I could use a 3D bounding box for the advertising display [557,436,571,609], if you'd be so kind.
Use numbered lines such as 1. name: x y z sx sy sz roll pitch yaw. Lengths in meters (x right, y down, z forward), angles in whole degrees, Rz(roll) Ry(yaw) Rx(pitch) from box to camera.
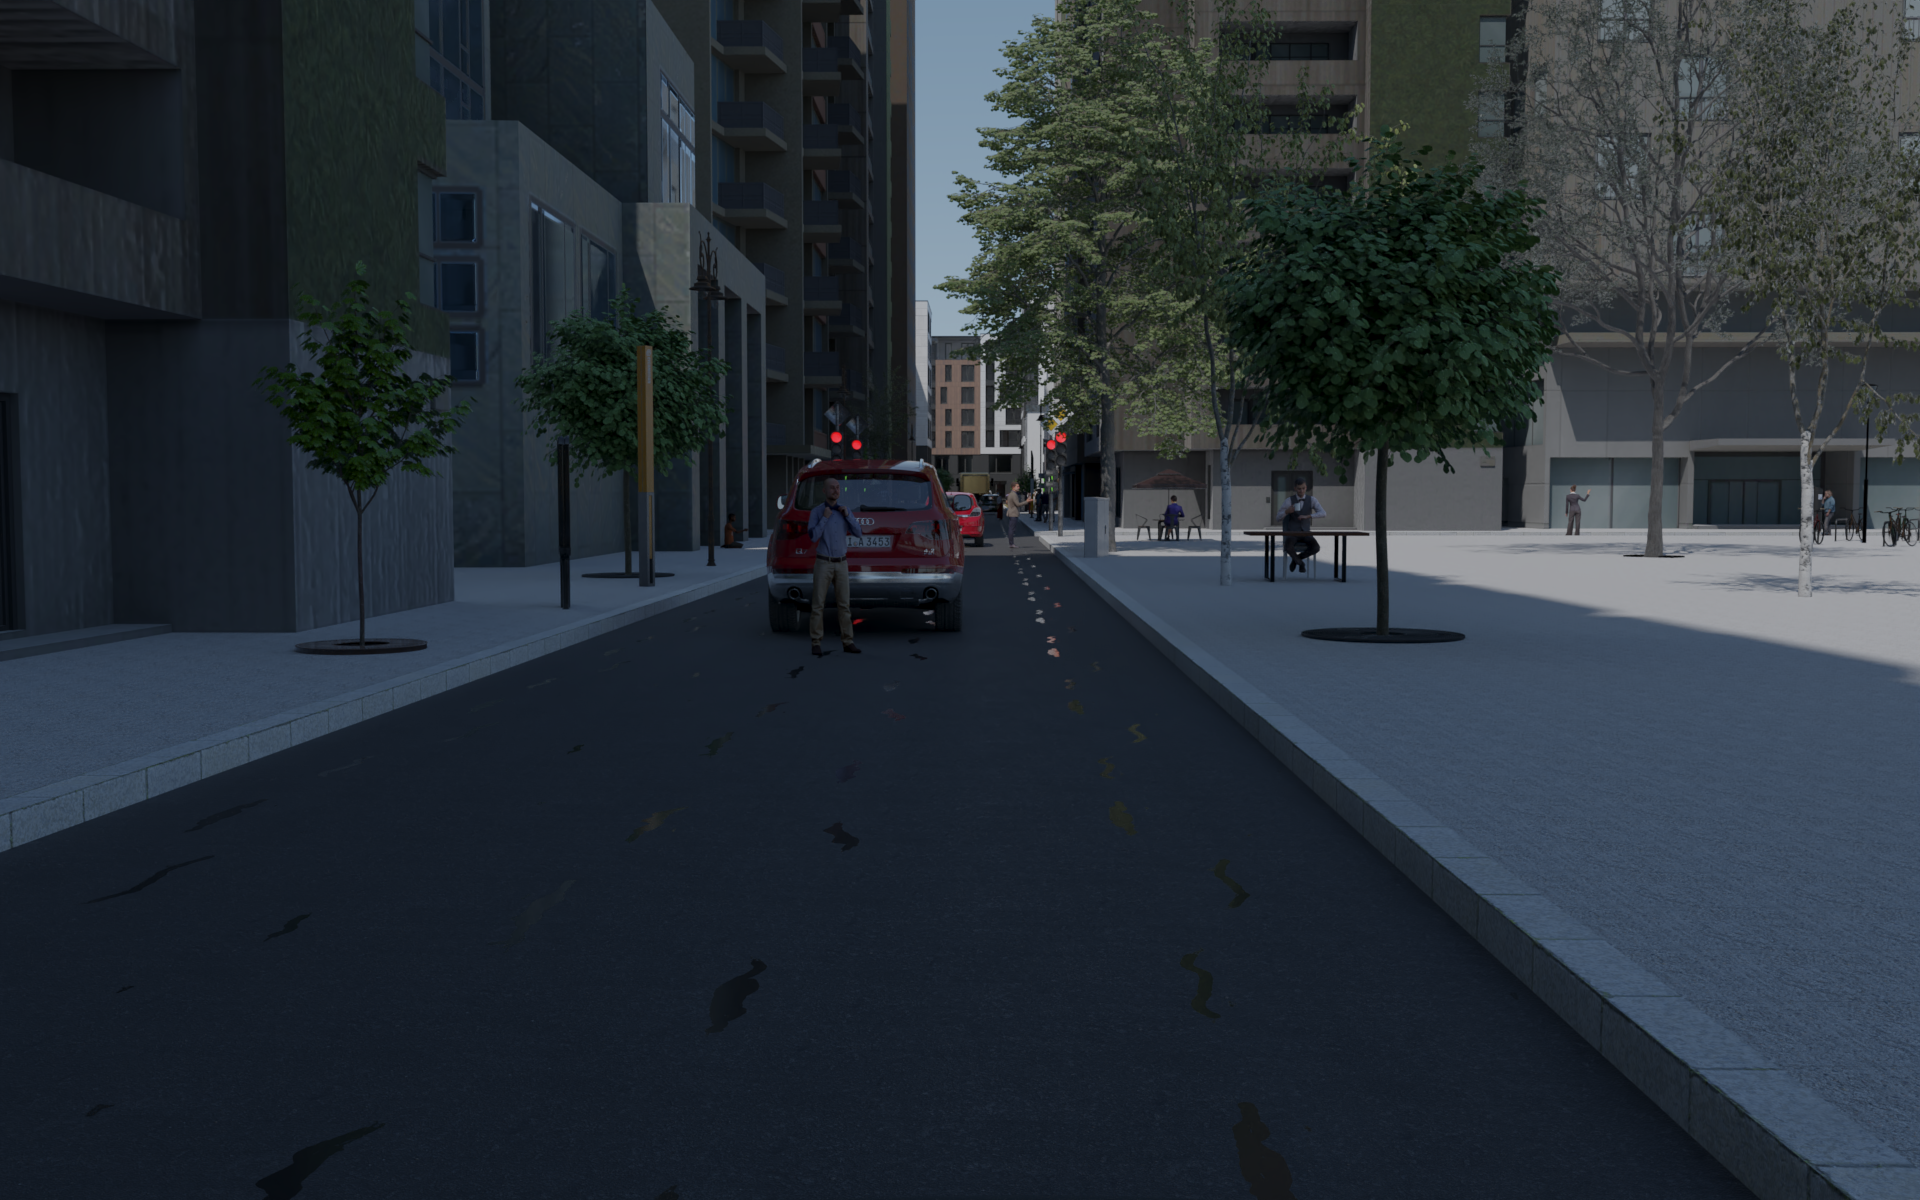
1. advertising display: -4.490 -0.882 19.642 0.123 1.923 0.974 -1 4 -14

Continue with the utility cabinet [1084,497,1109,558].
1. utility cabinet: 2.793 -1.478 35.323 0.306 1.237 1.020 1 4 18

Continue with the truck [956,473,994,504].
1. truck: 1.337 -9.765 155.576 3.469 3.379 9.791 0 4 0

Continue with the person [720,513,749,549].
1. person: -5.335 -1.631 41.000 0.655 0.850 0.859 -1 4 -12

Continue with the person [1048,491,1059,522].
1. person: 4.173 -4.443 78.832 0.789 1.805 0.875 -3 4 -36

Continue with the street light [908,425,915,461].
1. street light: -3.132 -8.591 113.246 0.468 5.910 1.993 0 4 1

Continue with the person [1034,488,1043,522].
1. person: 3.675 -4.419 80.511 0.429 1.552 0.499 1 4 13

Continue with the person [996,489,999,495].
1. person: 3.046 -8.180 142.232 0.705 1.826 1.348 -1 4 -12

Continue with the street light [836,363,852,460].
1. street light: -4.073 -5.398 61.053 0.468 5.910 1.993 0 4 1

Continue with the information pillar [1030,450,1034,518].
1. information pillar: 3.859 -6.198 92.685 0.183 3.616 0.504 0 4 -7

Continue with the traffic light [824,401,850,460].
1. traffic light: -3.674 -3.869 52.181 0.839 4.253 0.868 0 4 1

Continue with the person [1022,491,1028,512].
1. person: 4.891 -7.278 125.837 0.742 1.727 0.445 0 4 6

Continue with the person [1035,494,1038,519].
1. person: 4.150 -4.989 89.878 0.482 1.546 0.388 1 4 21

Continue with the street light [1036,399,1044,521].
1. street light: 3.865 -6.732 82.860 0.468 5.910 1.993 0 4 1

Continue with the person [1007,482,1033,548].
1. person: 1.594 -2.257 45.925 0.750 1.759 0.617 0 4 7

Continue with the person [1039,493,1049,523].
1. person: 3.737 -4.193 76.813 0.569 1.553 0.471 1 4 23

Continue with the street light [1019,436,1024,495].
1. street light: 4.757 -9.912 134.851 0.468 5.910 1.993 0 4 1

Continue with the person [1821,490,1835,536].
1. person: 28.772 -2.856 57.406 0.429 1.552 0.499 2 4 35

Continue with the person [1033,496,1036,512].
1. person: 5.260 -6.777 120.754 0.435 1.345 0.340 -1 4 -17

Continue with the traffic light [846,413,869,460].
1. traffic light: -3.543 -4.357 60.165 0.839 4.253 0.868 0 4 1

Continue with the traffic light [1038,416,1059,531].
1. traffic light: 3.138 -4.352 60.072 0.839 4.253 0.868 0 4 1

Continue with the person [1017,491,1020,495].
1. person: 5.056 -8.804 150.904 0.530 1.710 0.541 0 4 -8

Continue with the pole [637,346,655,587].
1. pole: -4.343 -1.841 23.943 0.158 3.312 0.155 0 3 0

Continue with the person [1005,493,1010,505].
1. person: 5.730 -12.157 208.034 0.697 1.427 0.421 -3 5 -40

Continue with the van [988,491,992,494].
1. van: 3.014 -11.973 202.776 2.013 2.044 4.112 0 3 0

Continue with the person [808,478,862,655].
1. person: -1.127 -0.304 15.528 0.516 1.574 0.319 -1 4 -22

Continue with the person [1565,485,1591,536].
1. person: 19.383 -2.758 54.392 0.742 1.727 0.445 -1 4 -9

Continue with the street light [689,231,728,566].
1. street light: -4.434 -3.542 30.707 0.468 5.910 1.993 0 4 1

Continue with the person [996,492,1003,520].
1. person: 2.231 -5.262 97.004 0.387 1.526 0.523 0 4 4

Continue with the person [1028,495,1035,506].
1. person: 5.967 -8.712 148.573 1.350 1.814 0.705 2 4 32

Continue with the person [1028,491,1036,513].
1. person: 4.786 -6.603 115.469 0.566 1.644 0.517 3 4 38

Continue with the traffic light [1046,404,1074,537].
1. traffic light: 3.006 -3.863 52.088 0.839 4.253 0.868 0 4 1

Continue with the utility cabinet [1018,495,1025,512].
1. utility cabinet: 4.281 -6.812 122.540 0.306 1.237 1.020 -1 4 -17
